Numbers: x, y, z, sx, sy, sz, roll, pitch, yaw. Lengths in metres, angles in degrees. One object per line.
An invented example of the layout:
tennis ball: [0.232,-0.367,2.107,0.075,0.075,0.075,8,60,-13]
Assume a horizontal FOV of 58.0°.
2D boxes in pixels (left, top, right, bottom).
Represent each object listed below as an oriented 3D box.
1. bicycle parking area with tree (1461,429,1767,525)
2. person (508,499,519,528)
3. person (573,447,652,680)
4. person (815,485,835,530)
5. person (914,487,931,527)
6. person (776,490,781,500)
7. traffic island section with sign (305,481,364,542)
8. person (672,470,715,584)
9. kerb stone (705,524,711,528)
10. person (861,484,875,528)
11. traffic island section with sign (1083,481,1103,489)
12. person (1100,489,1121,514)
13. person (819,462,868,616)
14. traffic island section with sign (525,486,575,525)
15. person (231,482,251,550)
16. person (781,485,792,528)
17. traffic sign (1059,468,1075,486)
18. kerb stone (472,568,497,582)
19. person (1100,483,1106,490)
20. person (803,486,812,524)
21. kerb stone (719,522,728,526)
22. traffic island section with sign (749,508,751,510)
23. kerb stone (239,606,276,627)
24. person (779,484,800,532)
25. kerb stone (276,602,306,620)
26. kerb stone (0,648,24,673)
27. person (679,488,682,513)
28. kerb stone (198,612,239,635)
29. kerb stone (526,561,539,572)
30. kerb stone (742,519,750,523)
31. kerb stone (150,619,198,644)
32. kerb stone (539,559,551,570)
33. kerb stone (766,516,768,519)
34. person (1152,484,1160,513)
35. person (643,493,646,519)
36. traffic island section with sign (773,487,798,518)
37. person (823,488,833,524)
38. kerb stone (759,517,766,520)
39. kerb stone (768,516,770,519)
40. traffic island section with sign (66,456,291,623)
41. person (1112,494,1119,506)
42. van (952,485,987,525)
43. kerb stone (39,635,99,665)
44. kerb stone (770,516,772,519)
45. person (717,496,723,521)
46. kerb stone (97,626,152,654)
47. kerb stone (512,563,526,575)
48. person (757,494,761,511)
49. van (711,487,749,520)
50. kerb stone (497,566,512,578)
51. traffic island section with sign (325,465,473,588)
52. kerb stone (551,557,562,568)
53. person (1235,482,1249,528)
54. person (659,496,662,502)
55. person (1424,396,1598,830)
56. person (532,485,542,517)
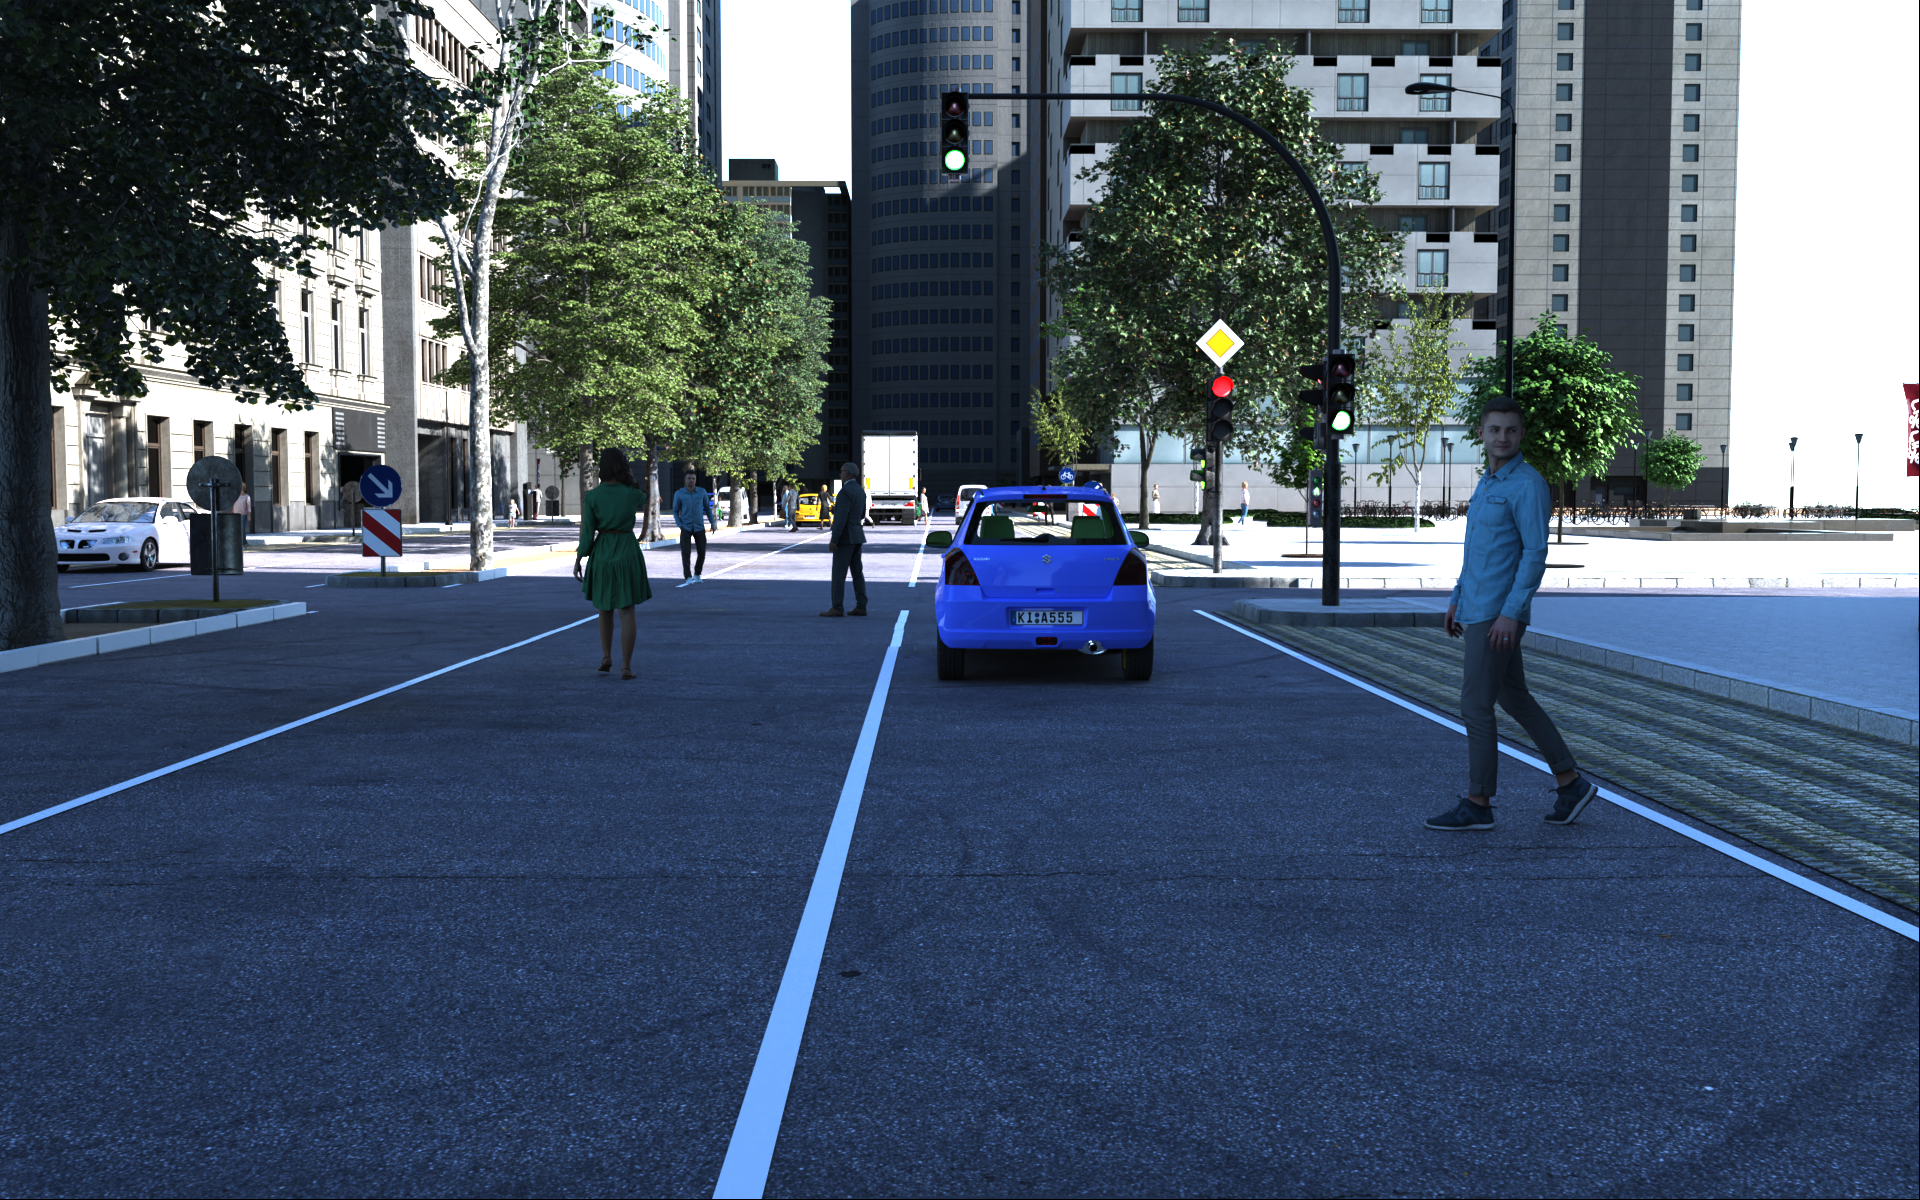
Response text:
bicycle parking area with tree: [28.191,-5.396,75.226,8.231,4.147,9.016,-1,4,-22]
person: [-18.554,-3.578,72.011,0.505,1.210,0.382,0,4,1]
person: [-2.700,-0.292,13.525,0.600,1.795,0.529,-1,4,-21]
person: [-5.119,-3.713,69.420,1.509,1.804,0.699,2,4,32]
person: [-1.626,-4.041,75.321,0.760,1.731,0.466,-2,4,-23]
person: [-16.201,-8.928,154.417,0.705,1.831,1.348,1,4,21]
traffic island section with sign: [-18.458,-2.670,52.289,1.989,1.847,2.006,0,4,-1]
person: [-4.279,-1.177,27.758,0.660,1.820,0.620,-2,4,-24]
kerb stone: [-10.644,-3.163,73.908,0.120,0.150,1.000,0,4,-1]
person: [-3.859,-3.829,70.984,0.818,1.842,0.514,3,4,37]
traffic island section with sign: [3.860,-2.693,52.665,1.989,1.847,2.006,0,4,-1]
person: [2.318,-1.012,27.648,0.503,1.515,0.523,2,4,35]
person: [-1.384,-0.716,20.390,0.590,1.801,0.661,2,4,23]
traffic island section with sign: [-18.814,-4.346,79.684,1.989,1.847,2.006,0,4,-1]
person: [-18.327,-2.141,44.171,0.731,1.740,0.598,1,4,9]
person: [-7.251,-3.900,72.532,0.793,1.790,0.793,3,4,38]
traffic sign: [5.131,-5.082,83.191,0.768,2.556,0.104,0,4,0]
kerb stone: [-7.952,-0.407,28.868,0.120,0.150,1.000,0,4,-1]
person: [6.532,-4.591,81.200,0.694,1.812,0.767,2,4,25]
person: [-7.453,-4.652,84.371,0.447,1.846,0.655,-3,5,-39]
kerb stone: [-10.707,-3.414,78.013,0.120,0.150,1.000,0,4,-1]
traffic island section with sign: [-19.833,-9.067,156.876,1.989,1.847,2.006,0,4,-1]
kerb stone: [-7.821,0.190,19.089,0.120,0.150,1.000,0,4,-1]
person: [-6.362,-3.467,65.309,0.853,1.813,0.709,2,4,33]
kerb stone: [-7.838,0.132,20.119,0.120,0.150,1.000,0,4,-1]
kerb stone: [-7.748,0.504,13.955,0.120,0.150,1.000,0,4,-1]
person: [-15.121,-5.229,94.568,0.524,1.755,0.480,0,4,1]
kerb stone: [-7.809,0.260,18.058,0.120,0.150,1.000,0,4,-1]
kerb stone: [-7.989,-0.593,31.942,0.120,0.150,1.000,0,4,-1]
kerb stone: [-10.826,-3.978,87.240,0.120,0.150,1.000,0,4,-1]
kerb stone: [-7.794,0.316,17.035,0.120,0.150,1.000,0,4,-1]
kerb stone: [-8.009,-0.656,32.968,0.120,0.150,1.000,0,4,-1]
kerb stone: [-10.939,-4.535,96.478,0.120,0.150,1.000,0,4,-1]
person: [9.579,-4.764,84.481,0.362,1.759,0.519,2,4,30]
person: [-14.336,-4.341,79.662,0.466,1.800,0.511,3,4,38]
traffic island section with sign: [-9.971,-5.777,102.597,2.006,1.907,1.989,0,4,-1]
person: [-6.542,-4.620,84.276,0.600,1.795,0.529,2,4,26]
kerb stone: [-10.940,-4.480,95.447,0.120,0.150,1.000,0,4,-1]
kerb stone: [-10.960,-4.603,97.504,0.120,0.150,1.000,0,4,-1]
traffic island section with sign: [-8.879,-0.729,20.058,2.006,1.907,1.989,0,4,-1]
person: [7.707,-4.662,86.536,0.475,1.303,0.640,0,4,-6]
van: [0.613,-4.540,81.243,2.013,2.044,4.112,0,4,0]
kerb stone: [-7.771,0.442,14.977,0.120,0.150,1.000,0,4,-1]
kerb stone: [-10.974,-4.668,98.534,0.120,0.150,1.000,0,4,-1]
person: [-13.004,-4.923,93.231,0.590,1.304,0.306,2,4,33]
kerb stone: [-7.778,0.378,16.010,0.120,0.150,1.000,0,4,-1]
kerb stone: [-7.979,-0.533,30.917,0.120,0.150,1.000,0,4,-1]
person: [-16.715,-8.093,144.072,0.557,1.426,1.065,-1,4,-20]
van: [-12.744,-5.457,96.230,2.013,2.044,4.112,0,4,-1]
kerb stone: [-7.966,-0.468,29.890,0.120,0.150,1.000,0,4,-1]
traffic island section with sign: [-8.968,-1.182,27.465,2.006,1.907,1.989,0,4,-1]
kerb stone: [-8.024,-0.720,33.994,0.120,0.150,1.000,0,4,-1]
person: [10.621,-3.571,65.097,0.598,1.740,0.731,-2,4,-24]
person: [-19.448,-6.208,110.019,1.348,1.822,0.705,-3,5,-44]
person: [2.368,0.061,7.367,0.748,1.841,0.638,1,4,9]
person: [-24.138,-5.658,98.743,0.606,1.804,0.583,-1,4,-16]
